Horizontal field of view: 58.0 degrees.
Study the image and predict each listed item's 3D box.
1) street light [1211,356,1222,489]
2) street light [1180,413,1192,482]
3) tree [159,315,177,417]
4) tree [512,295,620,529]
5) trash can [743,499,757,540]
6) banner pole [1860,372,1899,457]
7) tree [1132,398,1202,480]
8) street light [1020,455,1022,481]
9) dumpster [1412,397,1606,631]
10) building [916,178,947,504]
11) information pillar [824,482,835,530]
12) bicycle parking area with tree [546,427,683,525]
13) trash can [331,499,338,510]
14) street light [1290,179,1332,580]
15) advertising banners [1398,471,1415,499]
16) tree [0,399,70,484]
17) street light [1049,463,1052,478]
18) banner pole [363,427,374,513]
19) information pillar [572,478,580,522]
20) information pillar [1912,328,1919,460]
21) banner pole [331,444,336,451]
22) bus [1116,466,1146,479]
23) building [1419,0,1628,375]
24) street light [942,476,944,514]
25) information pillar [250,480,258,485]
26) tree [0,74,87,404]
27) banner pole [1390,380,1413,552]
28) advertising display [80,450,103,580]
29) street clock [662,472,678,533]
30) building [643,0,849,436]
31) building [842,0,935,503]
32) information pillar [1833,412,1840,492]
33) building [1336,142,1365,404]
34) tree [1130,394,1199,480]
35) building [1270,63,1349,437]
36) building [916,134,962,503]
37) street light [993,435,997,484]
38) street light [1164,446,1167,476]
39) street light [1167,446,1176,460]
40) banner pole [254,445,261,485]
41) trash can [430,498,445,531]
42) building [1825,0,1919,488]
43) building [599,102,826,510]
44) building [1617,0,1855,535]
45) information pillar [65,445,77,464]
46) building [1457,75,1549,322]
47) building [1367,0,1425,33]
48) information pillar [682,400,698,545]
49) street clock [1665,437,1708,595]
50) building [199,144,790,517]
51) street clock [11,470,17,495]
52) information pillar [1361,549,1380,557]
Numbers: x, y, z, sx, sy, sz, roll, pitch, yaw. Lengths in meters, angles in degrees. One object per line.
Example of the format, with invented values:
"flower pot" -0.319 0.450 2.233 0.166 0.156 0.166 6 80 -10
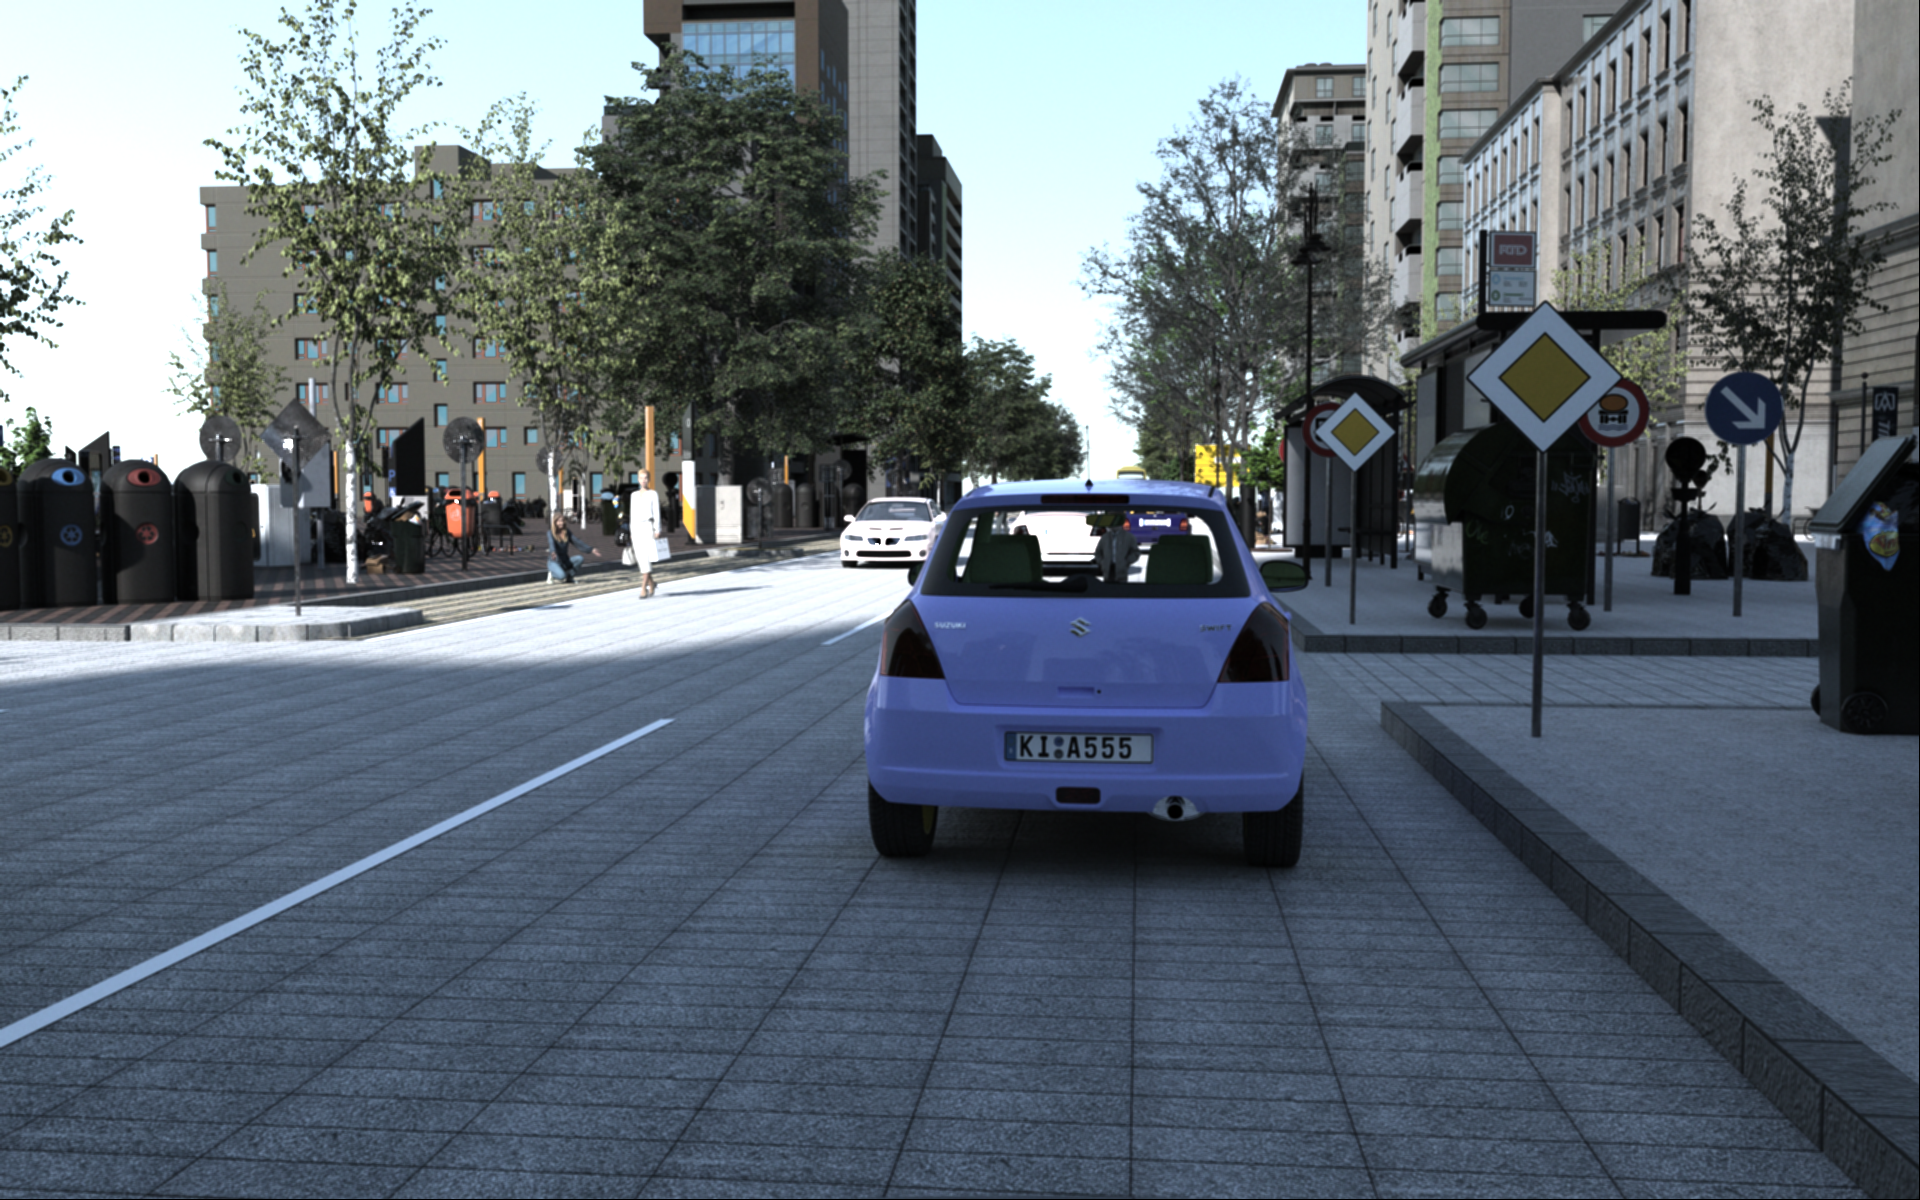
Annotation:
"street light" 8.662 -5.221 58.156 0.468 5.910 1.993 0 4 6
"street light" 12.014 -7.251 91.347 0.468 5.910 1.993 0 4 6
"tree" -24.339 -6.585 58.028 4.737 8.622 4.395 0 3 0
"tree" -14.045 -6.907 63.289 4.360 8.622 3.978 0 3 0
"trash can" -5.979 -2.245 48.353 0.748 1.137 0.748 0 3 0
"banner pole" 18.819 -2.790 35.641 0.863 3.779 0.401 1 4 20
"tree" 23.931 -16.928 193.781 9.611 12.733 9.660 0 3 0
"street light" 5.705 -11.444 159.900 0.468 5.910 1.993 0 4 6
"dumpster" 5.373 -0.892 17.074 1.502 2.255 1.985 0 4 6
"building" -9.417 -32.779 219.525 14.154 41.232 14.086 0 4 6
"information pillar" -4.645 -3.488 61.514 0.304 2.012 0.304 1 4 16
"bicycle parking area with tree" -13.390 -5.453 76.158 9.016 4.147 8.231 3 5 41
"trash can" -20.371 -2.696 55.741 0.748 1.137 0.748 0 3 0
"street light" 5.204 -3.245 25.847 0.468 5.910 1.993 0 4 6
"advertising banners" 20.501 -5.137 80.173 2.074 3.025 0.090 1 4 10
"tree" -18.529 -2.459 34.804 1.663 3.219 1.824 0 3 0
"street light" 10.953 -14.491 209.718 0.468 5.910 1.993 0 4 6
"banner pole" -21.909 -4.538 64.206 0.401 3.779 0.863 0 4 7
"information pillar" -17.580 -4.571 79.224 0.304 2.012 0.304 0 4 -7
"information pillar" 11.773 -1.824 21.176 0.183 3.616 0.504 1 4 11
"banner pole" -31.714 -5.952 87.330 0.863 3.779 0.401 0 4 -3
"bus" 14.924 -9.767 151.243 2.896 3.916 12.252 0 4 5
"building" 34.473 -25.630 102.642 14.154 41.232 14.086 0 4 6
"street light" -0.938 -7.456 94.691 0.468 5.910 1.993 0 4 6
"information pillar" -36.551 -5.210 89.673 0.304 2.012 0.304 0 4 -3
"tree" -16.811 -4.785 28.592 4.737 8.622 4.395 0 3 0
"banner pole" 9.785 -2.959 38.400 0.401 3.779 0.863 -2 4 -28
"advertising display" -12.956 -1.264 25.884 0.123 1.923 0.974 -1 4 -16
"street clock" -9.591 -3.229 57.365 0.471 2.002 0.358 -2 4 -34
"building" -17.324 -30.313 145.724 14.600 45.320 14.200 0 4 6
"building" -13.580 -46.690 201.634 20.563 71.187 20.611 0 4 6
"information pillar" 25.056 -3.537 49.187 0.504 3.616 0.183 1 4 10
"building" 38.310 -22.790 144.310 14.160 30.474 14.107 0 4 6
"tree" 21.195 -15.917 178.377 7.486 12.596 7.792 0 3 0
"building" 52.778 -37.929 209.377 28.713 52.752 27.495 0 4 6
"building" -11.350 -37.536 237.408 21.300 48.544 21.600 0 4 6
"street light" 2.506 -9.466 127.564 0.468 5.910 1.993 0 4 6
"street light" 19.938 -11.909 167.494 0.468 5.910 1.993 0 4 6
"street light" 16.581 -9.919 134.968 0.468 5.910 1.993 0 4 6
"banner pole" -35.838 -6.020 88.445 0.401 3.779 0.863 -3 5 -40
"trash can" -17.151 -2.797 57.388 0.748 1.137 0.748 0 3 0
"building" 37.826 -13.134 33.821 34.723 24.649 14.460 0 4 6
"building" -18.313 -22.001 131.425 14.160 30.474 14.107 0 4 6
"building" 28.445 -13.060 62.685 9.793 20.994 18.267 0 4 6
"information pillar" -41.948 -5.528 81.742 0.504 3.616 0.183 -3 4 -36
"building" 29.746 -14.173 80.881 9.793 20.994 18.267 0 4 6
"building" 43.849 -32.596 122.181 28.713 52.752 27.495 0 4 6
"information pillar" -6.819 -3.195 43.586 0.183 3.616 0.504 -3 4 -38
"street clock" 9.237 -1.072 22.090 0.471 2.002 0.358 2 4 25
"building" -27.407 -16.234 110.462 27.650 21.520 28.899 0 4 6
"street clock" -23.612 -2.388 43.616 0.358 2.002 0.471 3 5 42
"information pillar" 8.430 -1.900 35.550 0.304 2.012 0.304 -3 5 -40
